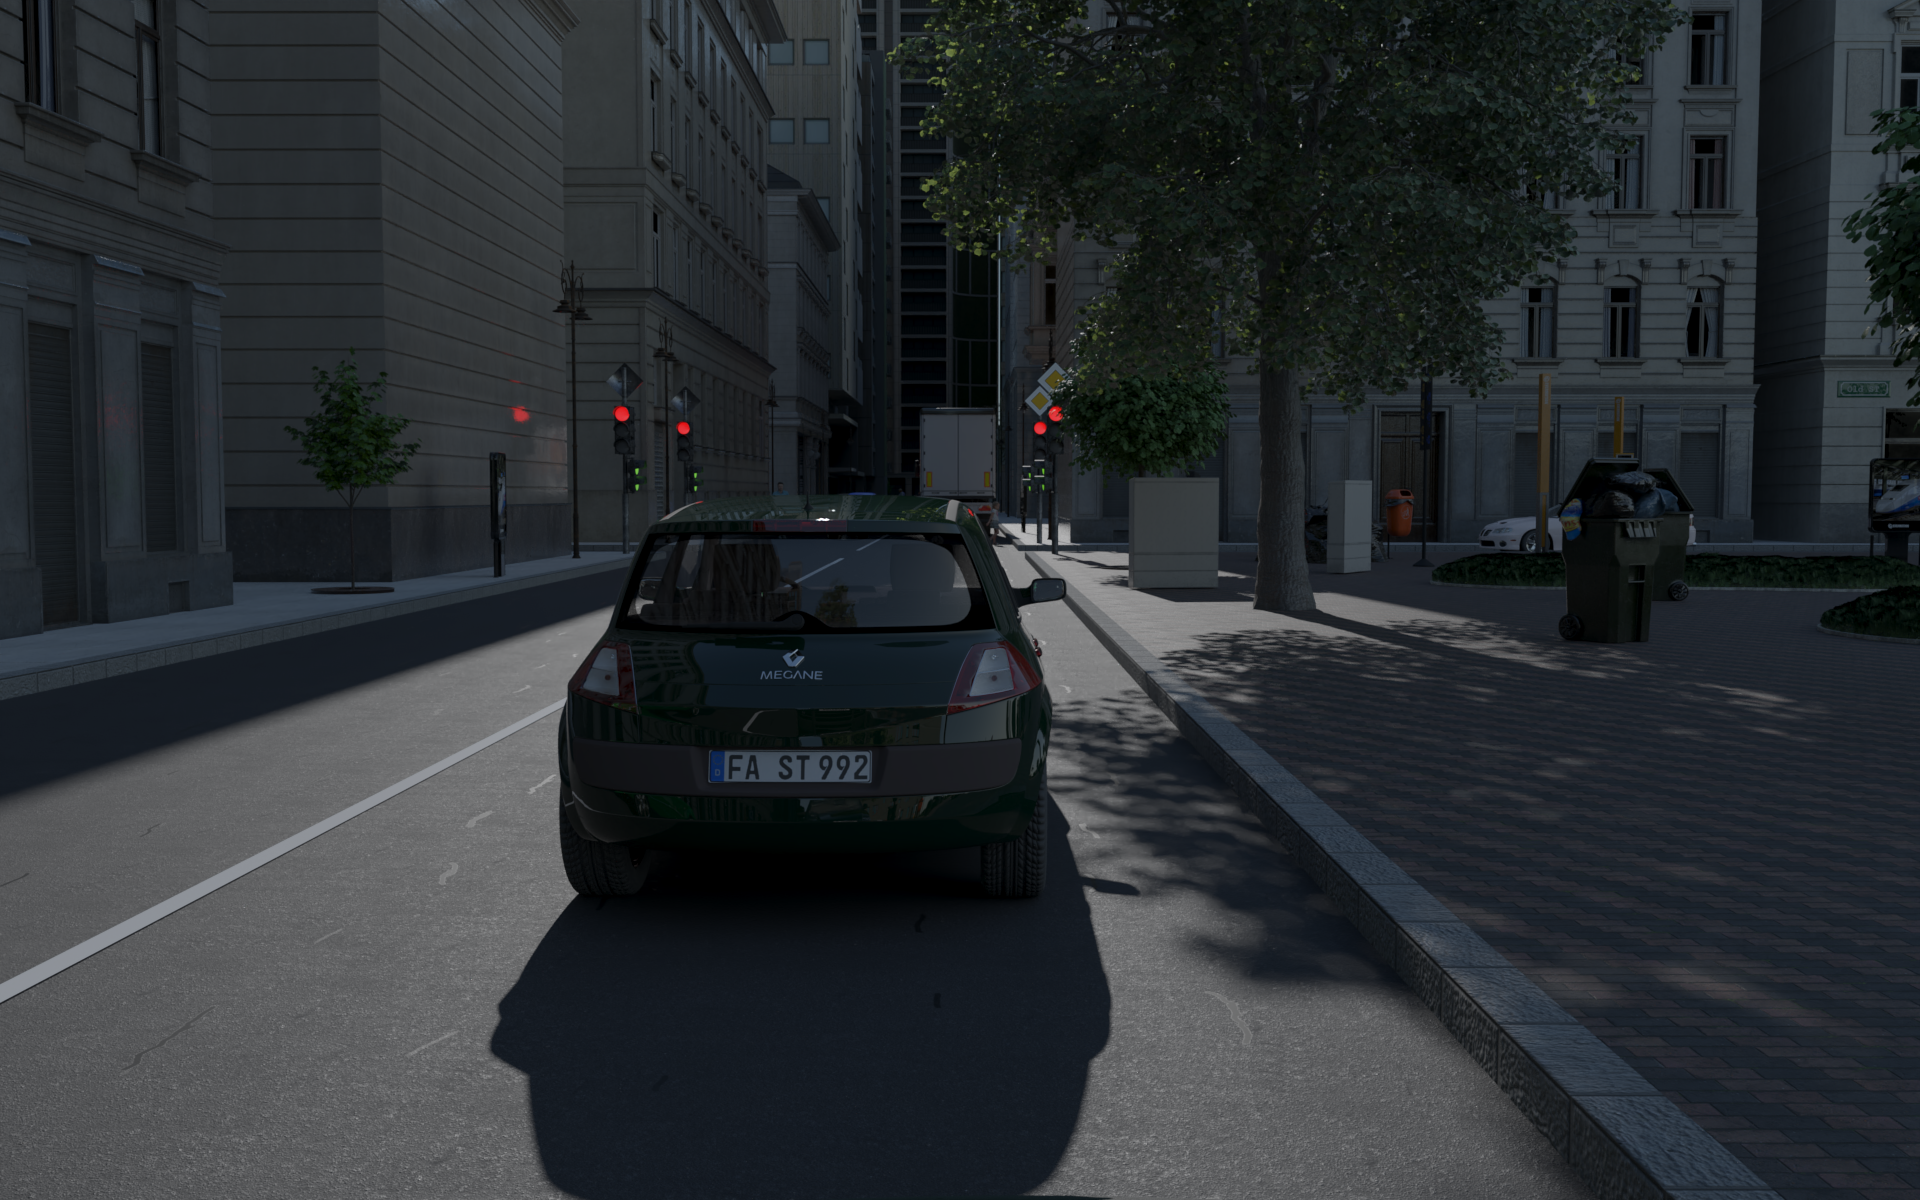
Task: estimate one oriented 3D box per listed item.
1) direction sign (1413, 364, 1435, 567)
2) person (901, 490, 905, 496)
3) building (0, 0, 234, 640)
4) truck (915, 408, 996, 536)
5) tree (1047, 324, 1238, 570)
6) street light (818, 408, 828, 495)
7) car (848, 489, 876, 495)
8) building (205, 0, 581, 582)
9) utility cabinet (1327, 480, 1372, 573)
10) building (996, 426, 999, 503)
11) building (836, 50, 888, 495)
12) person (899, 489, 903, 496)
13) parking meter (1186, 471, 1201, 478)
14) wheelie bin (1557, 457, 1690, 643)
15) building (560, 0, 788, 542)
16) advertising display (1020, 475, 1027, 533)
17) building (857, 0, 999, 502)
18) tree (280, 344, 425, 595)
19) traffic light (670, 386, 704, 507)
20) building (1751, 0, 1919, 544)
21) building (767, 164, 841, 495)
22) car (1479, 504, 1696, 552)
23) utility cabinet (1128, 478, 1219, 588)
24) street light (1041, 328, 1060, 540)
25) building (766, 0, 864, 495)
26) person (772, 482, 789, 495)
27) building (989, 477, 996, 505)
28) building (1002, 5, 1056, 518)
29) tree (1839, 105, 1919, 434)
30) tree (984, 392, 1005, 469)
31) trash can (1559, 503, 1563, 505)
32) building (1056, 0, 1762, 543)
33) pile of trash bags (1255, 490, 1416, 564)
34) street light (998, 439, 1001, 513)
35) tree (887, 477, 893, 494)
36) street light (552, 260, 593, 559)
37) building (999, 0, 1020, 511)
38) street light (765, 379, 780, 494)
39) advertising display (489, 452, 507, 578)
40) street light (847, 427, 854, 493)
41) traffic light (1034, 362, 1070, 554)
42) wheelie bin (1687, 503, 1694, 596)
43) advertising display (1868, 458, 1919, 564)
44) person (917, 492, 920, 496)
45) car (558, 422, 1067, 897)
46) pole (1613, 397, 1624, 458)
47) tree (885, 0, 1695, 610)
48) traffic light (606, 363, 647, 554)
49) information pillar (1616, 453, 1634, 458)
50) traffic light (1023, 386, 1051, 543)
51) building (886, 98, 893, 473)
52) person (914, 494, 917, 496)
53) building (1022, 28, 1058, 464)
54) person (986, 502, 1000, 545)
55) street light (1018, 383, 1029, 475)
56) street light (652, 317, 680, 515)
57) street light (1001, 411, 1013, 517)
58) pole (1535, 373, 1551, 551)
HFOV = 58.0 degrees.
[{"bbox_3d":[8.219,-2.361,30.592,0.379,3.537,0.876,0,4,4],"label":"direction sign"},{"bbox_3d":[-5.455,-9.354,161.306,0.599,1.838,0.709,3,4,36],"label":"person"},{"bbox_3d":[-13.125,-9.869,10.513,9.793,20.994,18.267,0,4,0],"label":"building"},{"bbox_3d":[-0.204,-4.475,62.084,2.839,4.237,11.283,0,4,-1],"label":"truck"},{"bbox_3d":[3.127,-2.818,29.786,4.285,4.588,4.351,0,3,0],"label":"tree"},{"bbox_3d":[-7.366,-7.364,93.188,0.468,5.910,1.993,0,4,0],"label":"street light"},{"bbox_3d":[-4.189,-3.937,73.963,1.945,1.707,3.694,0,4,2],"label":"car"},{"bbox_3d":[-20.341,-14.245,30.164,25.104,27.353,12.463,0,4,0],"label":"building"},{"bbox_3d":[6.322,-1.191,28.151,0.318,1.500,1.173,2,4,34],"label":"utility cabinet"},{"bbox_3d":[14.732,-51.506,154.798,22.319,86.520,31.000,0,4,0],"label":"building"},{"bbox_3d":[-13.898,-28.835,155.043,14.154,41.232,14.086,0,4,0],"label":"building"},{"bbox_3d":[-4.349,-7.184,126.040,0.705,1.814,1.350,-1,4,-20],"label":"person"},{"bbox_3d":[5.975,-2.363,44.344,0.255,1.863,0.399,2,4,33],"label":"parking meter"},{"bbox_3d":[5.711,-0.441,15.126,0.980,1.594,0.693,-2,4,-30],"label":"wheelie bin"},{"bbox_3d":[-15.464,-13.837,59.515,16.112,22.955,30.059,0,4,0],"label":"building"},{"bbox_3d":[2.112,-3.205,57.607,0.123,1.923,0.974,0,4,-4],"label":"advertising display"},{"bbox_3d":[-5.477,-47.332,212.131,20.611,71.187,20.563,0,4,0],"label":"building"},{"bbox_3d":[-7.860,-1.700,22.400,1.663,3.219,1.824,0,3,0],"label":"tree"},{"bbox_3d":[-7.112,-3.432,45.026,0.839,4.253,0.868,0,4,0],"label":"traffic light"},{"bbox_3d":[43.774,-16.846,51.841,44.131,29.872,17.030,0,4,0],"label":"building"},{"bbox_3d":[-13.226,-14.932,95.055,10.553,20.767,40.483,0,4,0],"label":"building"},{"bbox_3d":[14.506,-1.700,40.155,4.827,1.381,2.083,0,4,-1],"label":"car"},{"bbox_3d":[2.892,-0.906,23.484,1.173,1.500,0.318,0,4,-8],"label":"utility cabinet"},{"bbox_3d":[2.527,-4.628,48.449,0.468,5.910,1.993,0,4,0],"label":"street light"},{"bbox_3d":[-21.570,-33.269,133.184,28.713,52.752,27.495,0,4,0],"label":"building"},{"bbox_3d":[-5.721,-2.876,55.544,0.660,1.820,0.620,-1,4,-21],"label":"person"},{"bbox_3d":[19.270,-30.077,183.638,32.217,40.220,23.993,0,4,0],"label":"building"},{"bbox_3d":[8.439,-20.024,104.878,11.434,29.767,29.804,0,4,0],"label":"building"},{"bbox_3d":[7.443,-1.677,11.135,4.285,4.588,4.351,0,3,0],"label":"tree"},{"bbox_3d":[3.653,-10.607,123.780,4.360,8.622,3.978,0,3,0],"label":"tree"},{"bbox_3d":[10.211,-1.027,28.443,0.748,1.137,0.748,0,3,0],"label":"trash can"},{"bbox_3d":[11.822,-12.244,49.344,18.267,20.994,9.793,0,4,0],"label":"building"},{"bbox_3d":[7.443,-1.439,33.277,3.447,1.369,1.912,-2,4,-34],"label":"pile of trash bags"},{"bbox_3d":[2.849,-8.991,119.795,0.468,5.910,1.993,0,4,0],"label":"street light"},{"bbox_3d":[-7.004,-10.503,166.319,1.663,3.219,1.824,0,3,0],"label":"tree"},{"bbox_3d":[-7.651,-3.766,34.362,0.468,5.910,1.993,0,4,0],"label":"street light"},{"bbox_3d":[10.052,-27.529,133.699,14.154,41.232,14.086,0,4,0],"label":"building"},{"bbox_3d":[-7.511,-5.910,69.413,0.468,5.910,1.993,0,4,0],"label":"street light"},{"bbox_3d":[-7.176,-1.329,26.946,0.123,1.923,0.974,0,4,-7],"label":"advertising display"},{"bbox_3d":[-7.368,-8.818,116.963,0.468,5.910,1.993,0,4,0],"label":"street light"},{"bbox_3d":[2.017,-2.942,37.020,0.839,4.253,0.868,0,4,0],"label":"traffic light"},{"bbox_3d":[8.423,-0.799,20.973,0.693,1.594,0.980,0,4,-3],"label":"wheelie bin"},{"bbox_3d":[16.793,-1.578,31.019,0.974,1.923,0.123,0,4,4],"label":"advertising display"},{"bbox_3d":[-4.696,-11.457,196.735,0.541,1.710,0.530,-2,4,-34],"label":"person"},{"bbox_3d":[-0.515,0.136,7.560,2.009,1.686,4.222,0,4,1],"label":"car"},{"bbox_3d":[13.798,-2.599,36.336,0.158,3.312,0.155,0,3,0],"label":"pole"},{"bbox_3d":[3.615,-6.865,18.897,9.857,13.997,8.962,0,3,0],"label":"tree"},{"bbox_3d":[-7.144,-2.943,37.041,0.839,4.253,0.868,0,4,0],"label":"traffic light"},{"bbox_3d":[11.983,-1.639,31.286,0.304,2.012,0.304,1,4,21],"label":"information pillar"},{"bbox_3d":[2.050,-3.430,45.005,0.839,4.253,0.868,0,4,0],"label":"traffic light"},{"bbox_3d":[-22.654,-34.527,184.131,30.456,49.044,23.786,0,4,0],"label":"building"},{"bbox_3d":[-4.967,-10.873,189.463,0.799,1.438,0.628,1,4,21],"label":"person"},{"bbox_3d":[9.902,-15.519,72.823,14.460,24.649,34.723,0,4,0],"label":"building"},{"bbox_3d":[0.939,-2.159,48.807,0.382,1.210,0.505,0,4,5],"label":"person"},{"bbox_3d":[2.636,-6.082,72.224,0.468,5.910,1.993,0,4,0],"label":"street light"},{"bbox_3d":[-7.662,-4.434,45.277,0.468,5.910,1.993,0,4,0],"label":"street light"},{"bbox_3d":[2.679,-7.536,96.000,0.468,5.910,1.993,0,4,0],"label":"street light"},{"bbox_3d":[9.900,-2.175,29.405,0.158,3.312,0.155,0,3,0],"label":"pole"}]
